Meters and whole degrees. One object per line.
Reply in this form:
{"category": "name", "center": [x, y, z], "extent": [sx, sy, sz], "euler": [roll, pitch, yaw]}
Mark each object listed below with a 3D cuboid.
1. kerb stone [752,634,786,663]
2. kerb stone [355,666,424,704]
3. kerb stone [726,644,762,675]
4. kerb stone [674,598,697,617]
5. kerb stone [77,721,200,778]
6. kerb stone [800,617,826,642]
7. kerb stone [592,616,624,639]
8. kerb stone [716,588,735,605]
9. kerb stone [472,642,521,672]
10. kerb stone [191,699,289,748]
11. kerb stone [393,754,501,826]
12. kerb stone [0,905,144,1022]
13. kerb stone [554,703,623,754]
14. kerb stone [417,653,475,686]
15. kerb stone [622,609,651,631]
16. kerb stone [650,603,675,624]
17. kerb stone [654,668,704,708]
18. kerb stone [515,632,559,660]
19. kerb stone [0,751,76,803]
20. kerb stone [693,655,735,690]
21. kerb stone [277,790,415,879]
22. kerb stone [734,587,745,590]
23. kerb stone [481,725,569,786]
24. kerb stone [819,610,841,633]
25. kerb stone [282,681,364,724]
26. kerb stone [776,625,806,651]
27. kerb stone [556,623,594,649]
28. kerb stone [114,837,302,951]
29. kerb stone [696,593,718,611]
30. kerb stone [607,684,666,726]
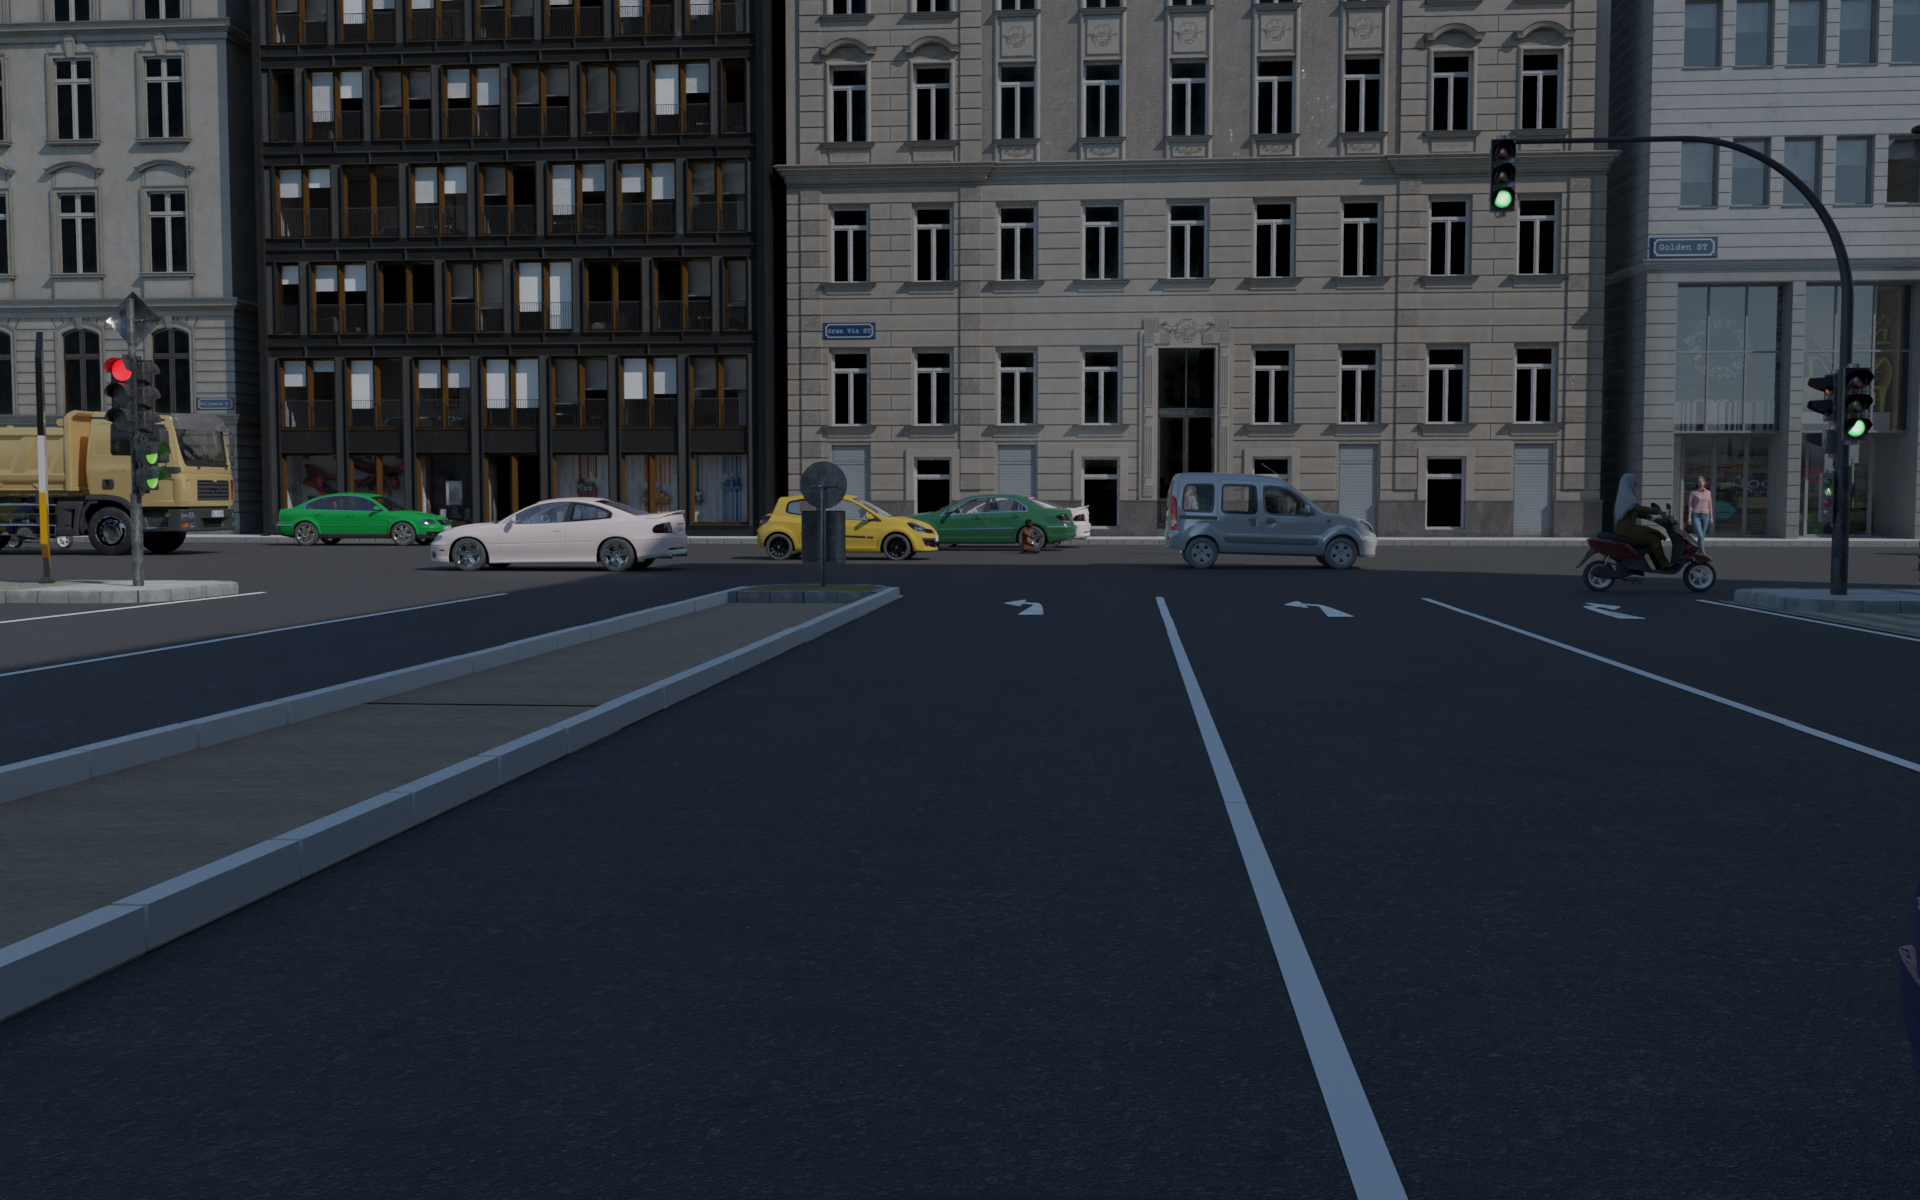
{"category": "kerb stone", "center": [-1.698, 0.432, 15.134], "extent": [0.120, 0.150, 1.000], "euler": [0, 4, 5]}
{"category": "kerb stone", "center": [-4.071, 0.608, 12.261], "extent": [0.120, 0.150, 1.000], "euler": [0, 4, 5]}
{"category": "kerb stone", "center": [-1.794, 0.497, 14.113], "extent": [0.120, 0.150, 1.000], "euler": [0, 4, 5]}
{"category": "kerb stone", "center": [-3.318, 0.111, 20.456], "extent": [0.120, 0.150, 1.000], "euler": [0, 4, 5]}
{"category": "kerb stone", "center": [-4.368, 0.796, 9.183], "extent": [0.120, 0.150, 1.000], "euler": [0, 4, 5]}
{"category": "kerb stone", "center": [-1.503, 0.309, 17.187], "extent": [0.120, 0.150, 1.000], "euler": [0, 4, 5]}
{"category": "kerb stone", "center": [-3.598, 0.298, 17.380], "extent": [0.120, 0.150, 1.000], "euler": [0, 4, 5]}
{"category": "kerb stone", "center": [-3.121, -0.018, 22.498], "extent": [0.120, 0.150, 1.000], "euler": [0, 4, 5]}
{"category": "kerb stone", "center": [-3.882, 0.488, 14.304], "extent": [0.120, 0.150, 1.000], "euler": [0, 4, 5]}
{"category": "kerb stone", "center": [-4.265, 0.735, 10.203], "extent": [0.120, 0.150, 1.000], "euler": [0, 4, 5]}
{"category": "kerb stone", "center": [-2.362, 0.871, 7.968], "extent": [0.120, 0.150, 1.000], "euler": [0, 4, 5]}
{"category": "kerb stone", "center": [-2.643, 1.058, 4.901], "extent": [0.120, 0.150, 1.000], "euler": [0, 4, 5]}
{"category": "kerb stone", "center": [-2.165, 0.745, 10.022], "extent": [0.120, 0.150, 1.000], "euler": [0, 4, 5]}
{"category": "kerb stone", "center": [-3.985, 0.548, 13.283], "extent": [0.120, 0.150, 1.000], "euler": [0, 4, 5]}
{"category": "kerb stone", "center": [-3.504, 0.231, 18.412], "extent": [0.120, 0.150, 1.000], "euler": [0, 4, 5]}
{"category": "kerb stone", "center": [-3.410, 0.169, 19.434], "extent": [0.120, 0.150, 1.000], "euler": [0, 4, 5]}
{"category": "kerb stone", "center": [-1.982, 0.620, 12.065], "extent": [0.120, 0.150, 1.000], "euler": [0, 4, 5]}
{"category": "kerb stone", "center": [-3.788, 0.420, 15.327], "extent": [0.120, 0.150, 1.000], "euler": [0, 4, 5]}
{"category": "kerb stone", "center": [-4.454, 0.859, 8.158], "extent": [0.120, 0.150, 1.000], "euler": [0, 4, 5]}
{"category": "kerb stone", "center": [-1.891, 0.559, 13.087], "extent": [0.120, 0.150, 1.000], "euler": [0, 4, 5]}
{"category": "kerb stone", "center": [-2.457, 0.933, 6.945], "extent": [0.120, 0.150, 1.000], "euler": [0, 4, 5]}
{"category": "kerb stone", "center": [-3.033, -0.080, 23.528], "extent": [0.120, 0.150, 1.000], "euler": [0, 4, 5]}
{"category": "kerb stone", "center": [-2.265, 0.807, 9.002], "extent": [0.120, 0.150, 1.000], "euler": [0, 4, 5]}
{"category": "kerb stone", "center": [-1.413, 0.244, 18.208], "extent": [0.120, 0.150, 1.000], "euler": [0, 4, 5]}
{"category": "kerb stone", "center": [-4.161, 0.671, 11.231], "extent": [0.120, 0.150, 1.000], "euler": [0, 4, 5]}
{"category": "kerb stone", "center": [-1.610, 0.369, 16.156], "extent": [0.120, 0.150, 1.000], "euler": [0, 4, 5]}
{"category": "kerb stone", "center": [-3.696, 0.357, 16.359], "extent": [0.120, 0.150, 1.000], "euler": [0, 4, 5]}
{"category": "kerb stone", "center": [-2.552, 0.995, 5.924], "extent": [0.120, 0.150, 1.000], "euler": [0, 4, 5]}
{"category": "kerb stone", "center": [-3.214, 0.044, 21.476], "extent": [0.120, 0.150, 1.000], "euler": [0, 4, 5]}
{"category": "kerb stone", "center": [-2.084, 0.685, 11.045], "extent": [0.120, 0.150, 1.000], "euler": [0, 4, 5]}
